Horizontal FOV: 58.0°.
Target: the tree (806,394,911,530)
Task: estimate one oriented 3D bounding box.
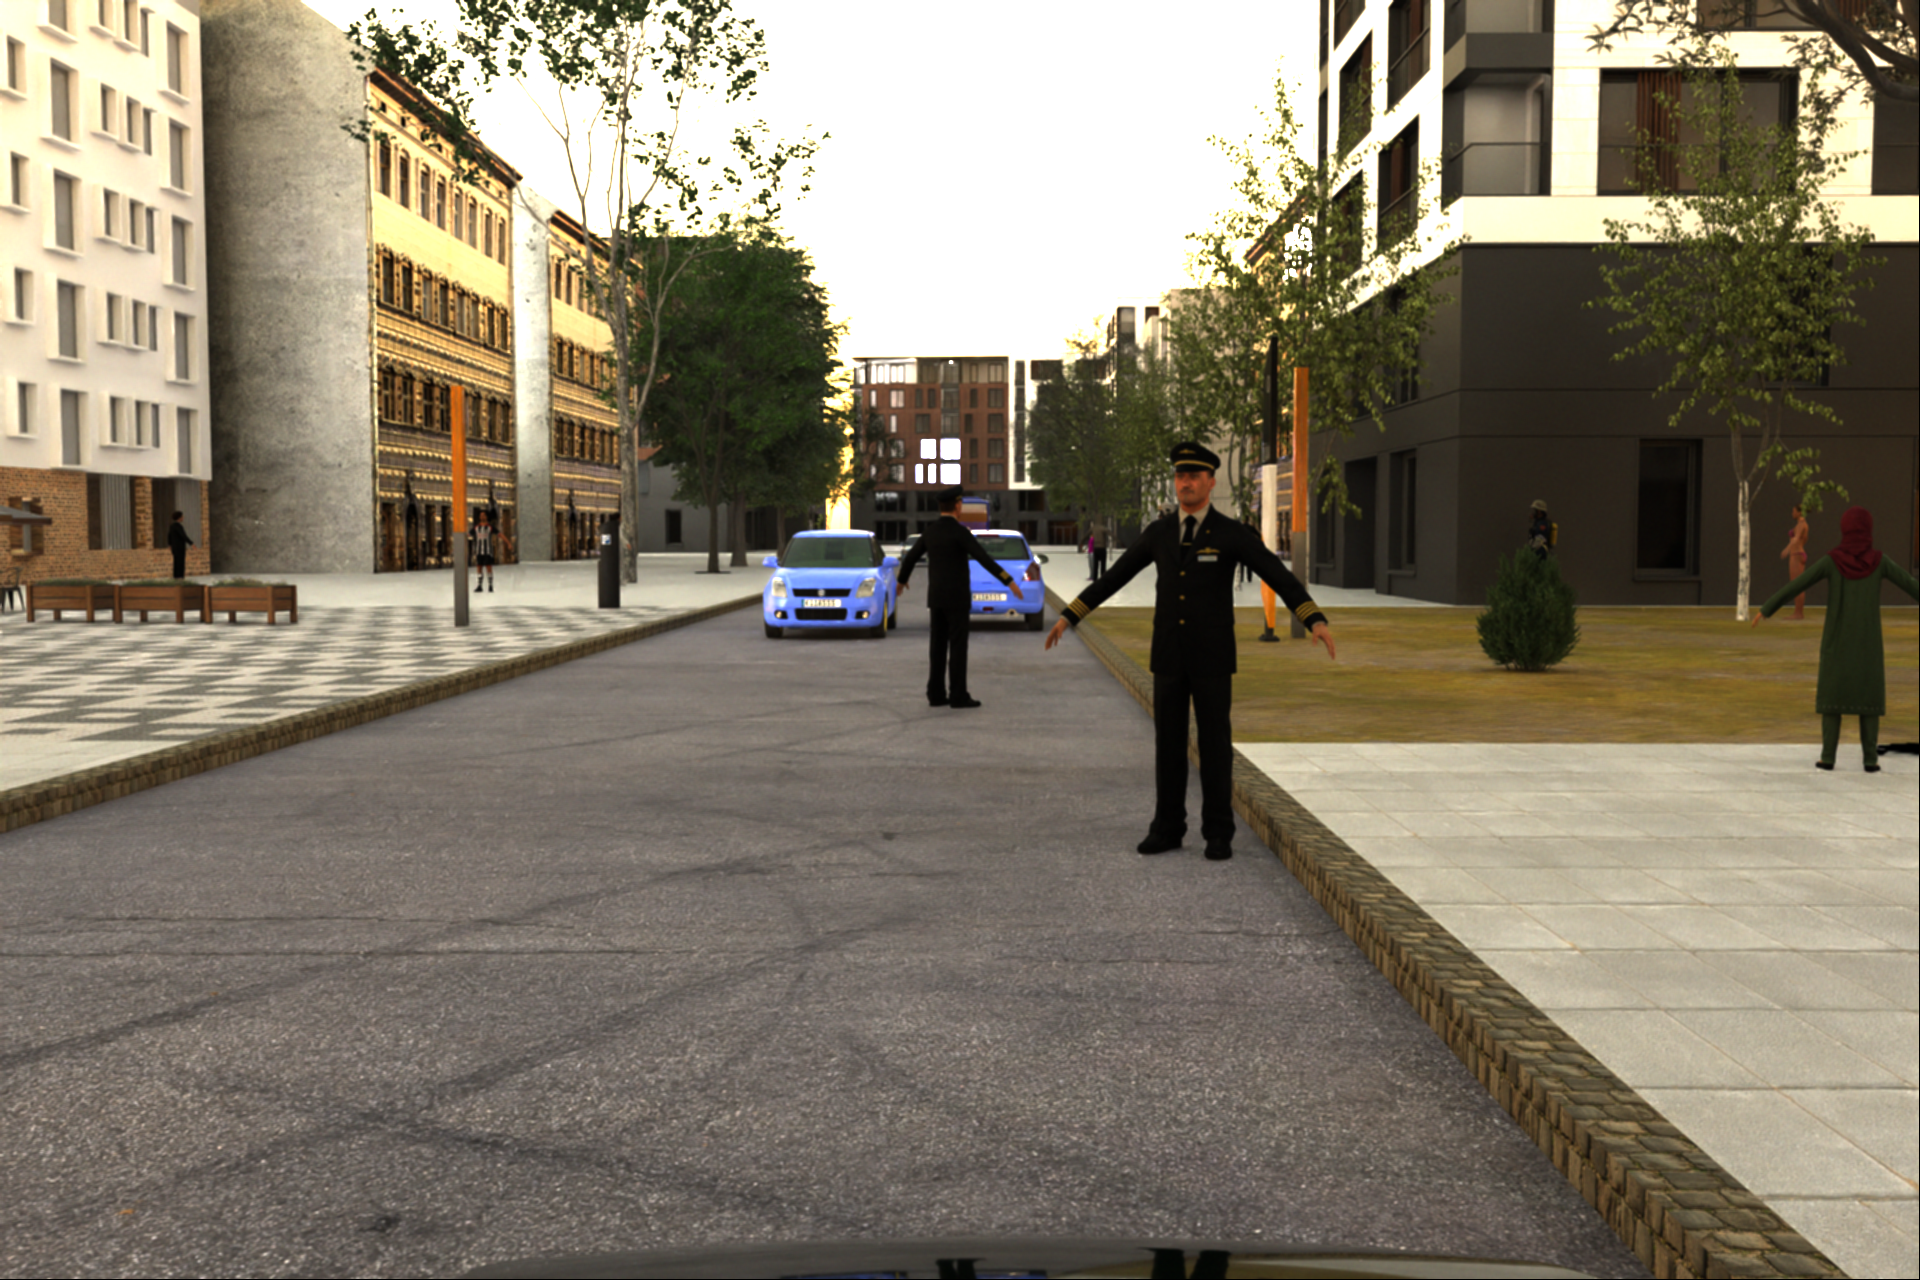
[{"bbox_3d":[-7.368,-11.115,116.140,8.767,10.594,7.601,0,4,4],"label":"tree"}]

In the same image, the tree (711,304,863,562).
[{"bbox_3d":[-8.369,-9.978,81.267,7.486,12.596,7.792,0,3,0],"label":"tree"}]

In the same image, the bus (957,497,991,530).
[{"bbox_3d":[0.653,-7.540,114.829,2.896,3.916,12.251,0,4,1],"label":"bus"}]

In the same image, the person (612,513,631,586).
[{"bbox_3d":[-8.468,-2.246,42.906,0.705,1.806,1.347,-2,4,-30],"label":"person"}]

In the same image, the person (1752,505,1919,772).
[{"bbox_3d":[4.862,-0.014,9.439,0.989,1.438,0.599,2,4,24],"label":"person"}]

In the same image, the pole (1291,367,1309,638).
[{"bbox_3d":[4.182,-1.681,21.325,0.158,3.312,0.155,0,3,0],"label":"pole"}]

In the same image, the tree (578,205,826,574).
[{"bbox_3d":[-8.163,-7.981,56.244,9.928,11.665,9.643,0,3,0],"label":"tree"}]

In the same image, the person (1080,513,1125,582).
[{"bbox_3d":[3.601,-2.337,44.333,1.348,1.813,0.705,3,4,36],"label":"person"}]

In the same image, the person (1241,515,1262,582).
[{"bbox_3d":[7.630,-2.455,46.365,1.346,1.802,0.704,-1,4,-8],"label":"person"}]

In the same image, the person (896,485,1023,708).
[{"bbox_3d":[-0.066,-0.366,14.380,1.347,1.837,0.705,3,5,40],"label":"person"}]

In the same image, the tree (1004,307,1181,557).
[{"bbox_3d":[7.426,-11.284,94.869,12.009,13.543,11.850,0,3,0],"label":"tree"}]

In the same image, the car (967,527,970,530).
[{"bbox_3d":[-0.182,-5.150,92.879,2.281,1.827,5.304,0,4,1],"label":"car"}]

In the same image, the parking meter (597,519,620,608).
[{"bbox_3d":[-6.108,-1.328,30.117,0.372,1.533,0.369,0,3,0],"label":"parking meter"}]

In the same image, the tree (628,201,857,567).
[{"bbox_3d":[-8.745,-9.887,68.301,9.857,13.997,8.962,0,3,0],"label":"tree"}]

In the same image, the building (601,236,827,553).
[{"bbox_3d":[-26.072,-17.833,135.542,27.936,21.610,32.646,0,4,2],"label":"building"}]

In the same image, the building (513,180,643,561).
[{"bbox_3d":[-27.979,-15.822,89.614,19.493,23.208,18.063,0,4,2],"label":"building"}]

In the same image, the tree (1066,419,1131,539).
[{"bbox_3d":[8.134,-9.474,105.256,4.737,8.622,4.395,0,3,0],"label":"tree"}]

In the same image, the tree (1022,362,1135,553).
[{"bbox_3d":[7.576,-12.012,114.525,7.486,12.596,7.792,0,3,0],"label":"tree"}]

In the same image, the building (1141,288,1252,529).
[{"bbox_3d":[23.635,-16.296,132.900,16.747,18.905,31.486,0,4,1],"label":"building"}]

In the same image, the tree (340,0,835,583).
[{"bbox_3d":[-9.438,-11.474,43.493,12.611,20.169,13.585,0,3,0],"label":"tree"}]

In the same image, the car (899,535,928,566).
[{"bbox_3d":[-1.693,-4.023,77.786,2.014,1.417,4.499,0,4,1],"label":"car"}]

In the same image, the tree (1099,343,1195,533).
[{"bbox_3d":[7.303,-7.194,67.991,4.737,8.622,4.395,0,3,0],"label":"tree"}]

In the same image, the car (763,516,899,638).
[{"bbox_3d":[-1.824,-0.943,25.017,1.945,1.707,3.694,0,4,1],"label":"car"}]

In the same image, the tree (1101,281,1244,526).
[{"bbox_3d":[6.401,-6.120,50.431,4.737,8.622,4.395,0,3,0],"label":"tree"}]

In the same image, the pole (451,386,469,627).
[{"bbox_3d":[-6.911,-1.840,23.934,0.158,3.312,0.155,0,3,0],"label":"pole"}]

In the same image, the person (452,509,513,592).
[{"bbox_3d":[-10.548,-1.971,38.377,1.345,1.843,0.704,0,4,0],"label":"person"}]

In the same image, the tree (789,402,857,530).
[{"bbox_3d":[-8.362,-8.805,94.320,4.360,8.622,3.978,0,3,0],"label":"tree"}]

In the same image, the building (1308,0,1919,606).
[{"bbox_3d":[22.986,-12.376,46.318,27.936,21.610,32.646,0,4,1],"label":"building"}]

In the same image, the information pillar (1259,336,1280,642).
[{"bbox_3d":[3.712,-1.799,20.773,0.183,3.616,0.504,0,4,-1],"label":"information pillar"}]

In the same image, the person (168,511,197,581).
[{"bbox_3d":[-17.950,-2.060,39.863,1.347,1.806,0.705,3,5,43],"label":"person"}]

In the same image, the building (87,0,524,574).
[{"bbox_3d":[-28.083,-14.268,64.213,19.493,23.208,18.063,0,3,0],"label":"building"}]

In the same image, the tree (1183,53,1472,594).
[{"bbox_3d":[5.719,-4.707,27.316,4.737,8.622,4.395,0,3,0],"label":"tree"}]

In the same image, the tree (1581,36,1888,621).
[{"bbox_3d":[11.443,-4.582,25.274,4.737,8.622,4.395,0,3,0],"label":"tree"}]

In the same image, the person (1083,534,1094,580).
[{"bbox_3d":[3.600,-2.368,47.985,0.599,1.433,0.991,-1,4,-13],"label":"person"}]

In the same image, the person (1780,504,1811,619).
[{"bbox_3d":[12.557,-1.182,26.129,0.721,1.733,1.217,2,4,35],"label":"person"}]

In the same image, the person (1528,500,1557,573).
[{"bbox_3d":[9.864,-1.459,29.628,0.705,1.856,1.354,1,4,18],"label":"person"}]

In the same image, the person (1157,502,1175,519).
[{"bbox_3d":[3.686,-1.548,31.071,0.705,1.858,1.354,0,4,2],"label":"person"}]

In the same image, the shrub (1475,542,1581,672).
[{"bbox_3d":[5.323,-0.313,16.228,1.383,1.207,1.383,0,3,0],"label":"shrub"}]

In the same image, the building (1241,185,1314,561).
[{"bbox_3d":[24.865,-15.545,85.093,19.493,23.208,18.063,0,4,1],"label":"building"}]

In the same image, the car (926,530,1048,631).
[{"bbox_3d":[0.421,-1.063,26.970,1.945,1.707,3.694,0,4,0],"label":"car"}]

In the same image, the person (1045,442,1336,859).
[{"bbox_3d":[1.034,0.039,7.756,1.347,1.837,0.705,2,4,27],"label":"person"}]

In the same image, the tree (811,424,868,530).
[{"bbox_3d":[-8.080,-9.664,108.371,4.737,8.622,4.395,0,3,0],"label":"tree"}]

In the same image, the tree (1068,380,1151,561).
[{"bbox_3d":[7.236,-8.091,82.649,4.360,8.622,3.978,0,3,0],"label":"tree"}]

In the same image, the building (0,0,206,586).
[{"bbox_3d":[-28.482,-11.256,40.461,16.016,20.090,11.380,0,4,1],"label":"building"}]

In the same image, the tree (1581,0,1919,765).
[{"bbox_3d":[5.869,-6.073,9.657,12.009,13.543,11.850,0,3,0],"label":"tree"}]

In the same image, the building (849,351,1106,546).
[{"bbox_3d":[4.327,-22.072,207.304,32.646,21.610,27.936,0,4,4],"label":"building"}]

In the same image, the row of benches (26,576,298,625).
[{"bbox_3d":[-11.655,-0.590,25.105,4.104,0.672,1.422,1,4,11],"label":"row of benches"}]

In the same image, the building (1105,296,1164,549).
[{"bbox_3d":[27.667,-19.646,165.184,27.936,21.610,32.646,0,4,1],"label":"building"}]

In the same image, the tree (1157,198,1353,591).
[{"bbox_3d":[6.527,-5.419,38.961,4.737,8.622,4.395,0,3,0],"label":"tree"}]
